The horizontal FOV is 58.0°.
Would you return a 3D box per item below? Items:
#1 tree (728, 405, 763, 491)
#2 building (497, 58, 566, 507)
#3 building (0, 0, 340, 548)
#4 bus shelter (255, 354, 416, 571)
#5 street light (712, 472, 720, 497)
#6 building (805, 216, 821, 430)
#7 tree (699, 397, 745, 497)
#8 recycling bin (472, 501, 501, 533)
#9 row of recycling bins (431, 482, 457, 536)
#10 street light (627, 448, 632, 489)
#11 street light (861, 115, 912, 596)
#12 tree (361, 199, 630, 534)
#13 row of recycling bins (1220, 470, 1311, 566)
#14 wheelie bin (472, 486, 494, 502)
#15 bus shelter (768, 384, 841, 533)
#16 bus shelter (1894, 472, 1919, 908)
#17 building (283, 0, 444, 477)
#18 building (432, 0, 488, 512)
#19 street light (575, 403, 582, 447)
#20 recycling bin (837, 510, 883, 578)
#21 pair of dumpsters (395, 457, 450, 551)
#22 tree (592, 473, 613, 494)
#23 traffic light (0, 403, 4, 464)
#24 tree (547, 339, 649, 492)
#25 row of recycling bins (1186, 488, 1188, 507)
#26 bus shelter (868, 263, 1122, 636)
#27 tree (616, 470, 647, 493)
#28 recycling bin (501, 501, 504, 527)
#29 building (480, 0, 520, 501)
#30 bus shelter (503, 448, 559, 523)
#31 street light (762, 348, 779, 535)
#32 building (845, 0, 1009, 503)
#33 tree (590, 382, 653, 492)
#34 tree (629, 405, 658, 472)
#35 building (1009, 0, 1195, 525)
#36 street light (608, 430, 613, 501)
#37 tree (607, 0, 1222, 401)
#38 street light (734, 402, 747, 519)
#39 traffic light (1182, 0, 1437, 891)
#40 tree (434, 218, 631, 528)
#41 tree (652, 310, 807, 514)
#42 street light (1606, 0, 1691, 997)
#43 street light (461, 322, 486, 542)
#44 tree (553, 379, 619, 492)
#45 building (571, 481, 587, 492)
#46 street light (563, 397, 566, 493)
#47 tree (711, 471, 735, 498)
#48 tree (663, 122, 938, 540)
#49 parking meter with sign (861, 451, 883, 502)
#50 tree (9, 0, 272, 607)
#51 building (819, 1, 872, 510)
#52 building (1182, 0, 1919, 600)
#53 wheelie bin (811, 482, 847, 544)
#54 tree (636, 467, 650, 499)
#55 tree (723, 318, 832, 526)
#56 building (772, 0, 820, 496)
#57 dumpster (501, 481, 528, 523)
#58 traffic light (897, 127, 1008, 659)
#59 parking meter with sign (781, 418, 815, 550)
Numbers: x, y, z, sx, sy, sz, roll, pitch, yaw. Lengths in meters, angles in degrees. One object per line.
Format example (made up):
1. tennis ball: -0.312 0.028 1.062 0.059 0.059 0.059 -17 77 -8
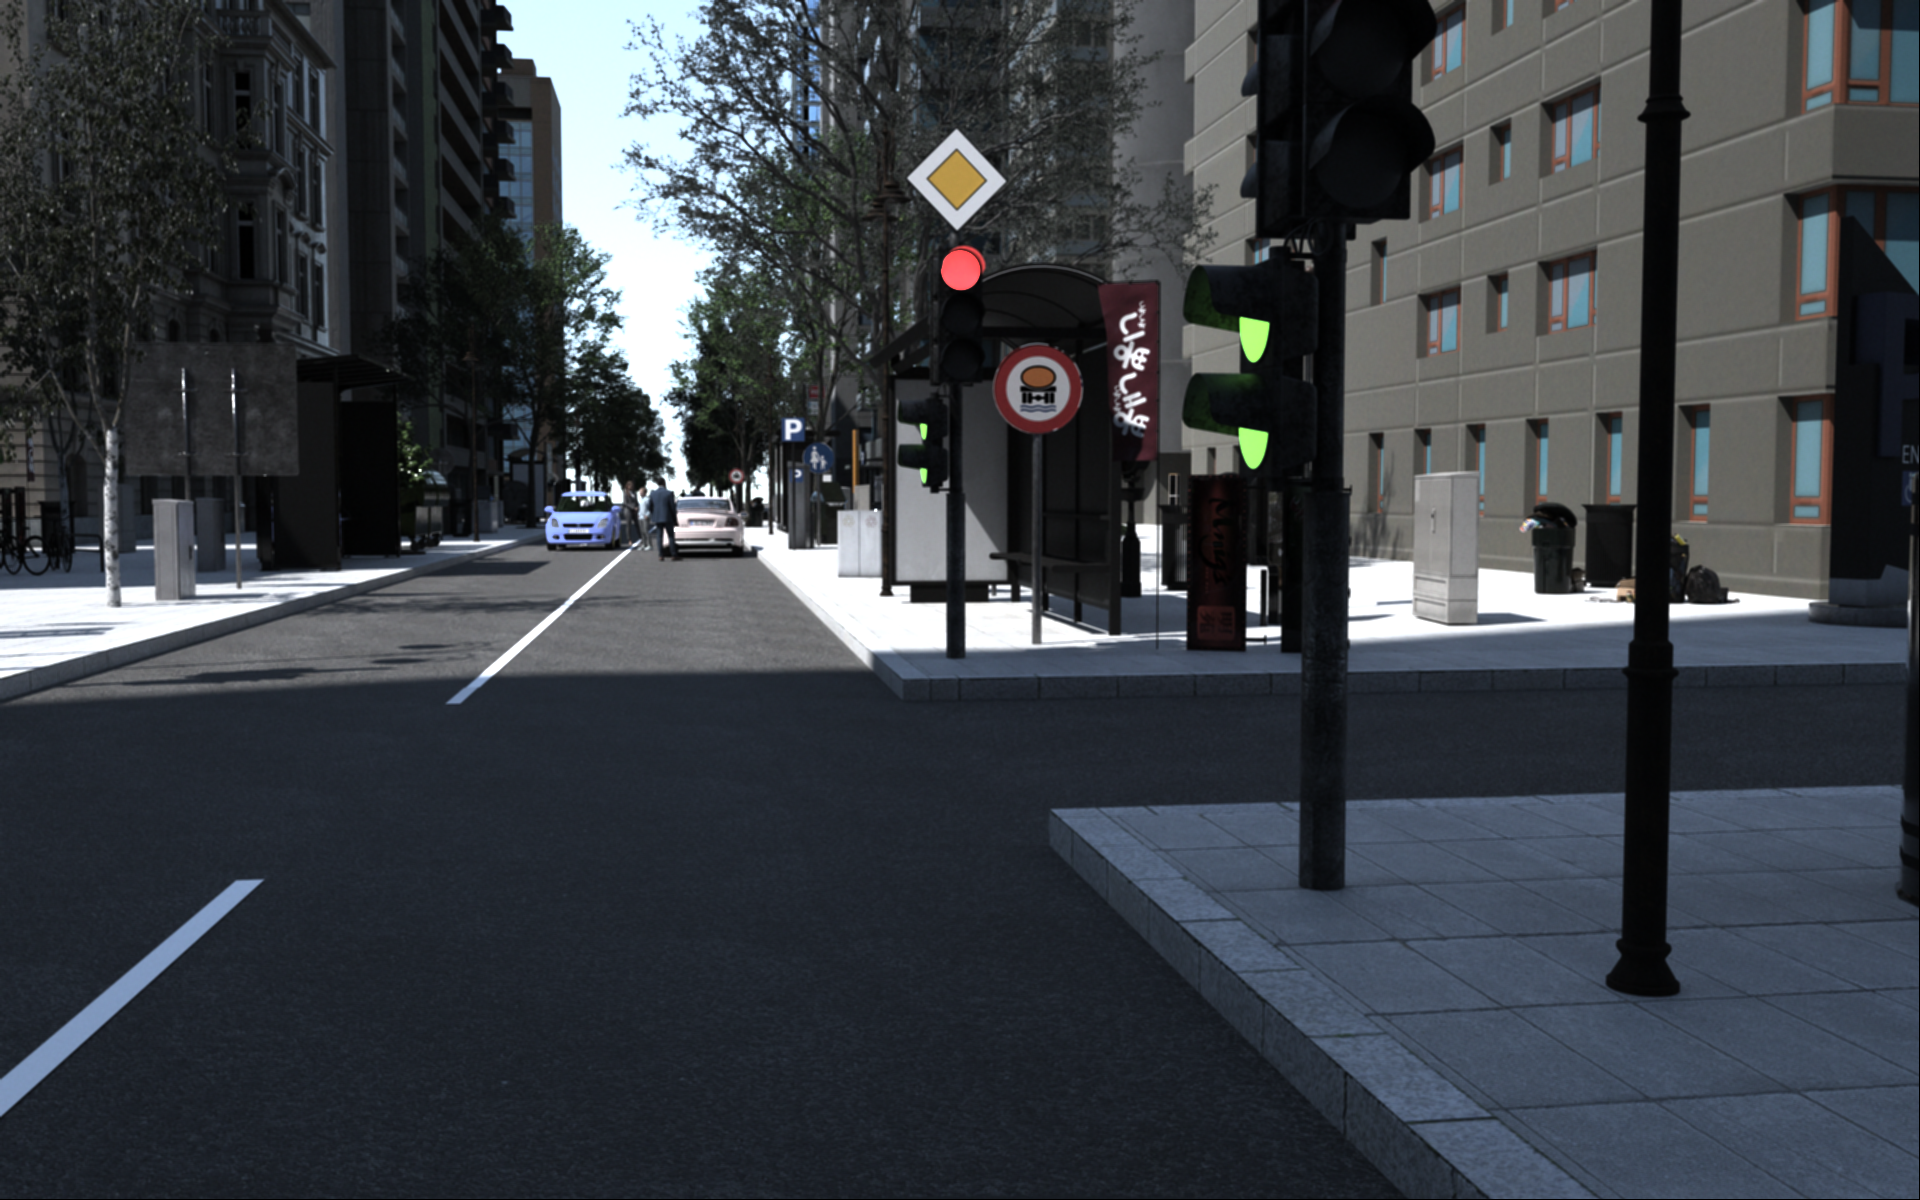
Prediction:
1. tree: -15.837 -10.679 124.962 4.737 8.622 4.395 0 3 0
2. building: -49.206 -32.531 181.993 14.600 45.320 14.200 -1 4 -9
3. building: -29.509 -14.529 56.634 14.460 24.649 34.723 -1 4 -9
4. bus shelter: -11.379 -2.487 31.941 1.731 3.624 6.357 -1 4 -9
5. street light: -25.235 -12.633 179.337 0.468 5.910 1.993 -1 4 -9
6. building: -5.635 -31.393 205.164 32.217 40.220 23.993 -1 4 -9
7. tree: -26.682 -16.830 193.304 7.486 12.596 7.792 0 3 0
8. recycling bin: -15.684 -2.723 57.082 0.722 1.027 0.722 0 4 0
9. row of recycling bins: -16.415 -2.873 54.089 1.069 1.692 3.534 0 4 -8
10. street light: -29.731 -11.135 154.851 0.468 5.910 1.993 -1 4 -9
11. street light: -0.925 -2.988 21.640 0.468 5.910 1.993 -1 4 -9
12. tree: -15.241 -7.339 54.399 7.601 10.594 8.767 0 4 1
13. row of recycling bins: 5.576 -1.498 31.597 1.069 1.692 3.534 -1 4 -22
14. wheelie bin: -17.859 -3.475 64.725 0.980 1.594 0.693 0 4 -3
15. bus shelter: -5.569 -5.089 60.838 2.179 5.291 8.768 -1 4 -9
16. bus shelter: 3.759 -1.448 1.302 2.179 5.291 8.768 -1 4 -9
17. building: -35.630 -24.901 90.720 14.154 41.232 14.086 -1 4 -9
18. building: -41.888 -29.593 107.555 21.300 48.544 21.600 -1 4 -9
19. street light: -19.429 -7.056 88.159 0.468 5.910 1.993 -1 4 -9
20. recycling bin: -1.478 -0.877 26.899 0.722 1.027 0.722 1 4 10
21. pair of dumpsters: -13.039 -2.331 40.610 1.574 2.255 4.437 -1 4 -9
22. tree: -27.339 -8.504 133.643 1.663 3.219 1.824 0 3 0
23. traffic light: -7.324 -1.431 12.313 0.839 4.253 0.868 -1 4 -9
24. tree: -26.634 -12.767 126.866 7.486 12.596 7.792 0 3 0
25. row of recycling bins: 7.881 -2.653 50.494 1.069 1.692 3.534 -2 4 -32
26. bus shelter: 0.328 -1.468 17.926 2.014 3.302 5.546 -1 4 -9
27. tree: -38.910 -13.719 208.025 4.285 4.588 4.351 0 3 0
28. recycling bin: -18.046 -3.332 67.035 0.722 1.027 0.722 -1 4 -14
29. building: -45.999 -29.229 132.522 22.147 44.769 28.867 -1 4 -9
30. bus shelter: -19.652 -5.240 79.603 2.014 3.302 5.546 -1 4 -9
31. street light: -5.993 -5.014 54.763 0.468 5.910 1.993 -1 4 -9
32. building: 4.934 -30.242 114.058 23.786 49.044 30.456 -1 4 -9
33. tree: -33.599 -15.929 177.445 9.611 12.733 9.660 0 3 0
34. tree: -31.393 -13.803 160.087 7.601 10.594 8.767 0 4 -3
35. building: 15.365 -23.697 79.333 32.217 40.220 23.993 -1 4 -9
36. street light: -24.492 -9.085 121.322 0.468 5.910 1.993 -1 4 -9
37. tree: -1.080 -7.313 29.938 12.009 13.543 11.850 0 3 0
38. street light: -11.013 -7.012 87.438 0.468 5.910 1.993 -1 4 -9
39. traffic light: 1.165 -1.017 5.553 0.839 4.253 0.868 -1 4 -9
40. tree: -15.980 -8.507 64.850 9.928 11.665 9.643 0 3 0
41. tree: -13.533 -11.521 105.374 9.611 12.733 9.660 0 3 0
42. street light: 1.776 -1.929 4.326 0.468 5.910 1.993 -1 4 -9
43. street light: -13.066 -4.517 46.636 0.468 5.910 1.993 -1 4 -9
44. tree: -23.387 -9.722 109.324 4.737 8.622 4.395 0 3 0
45. building: -65.225 -32.542 223.944 32.217 40.220 23.993 -1 4 -9
46. street light: -18.112 -6.517 79.339 0.468 5.910 1.993 -1 4 -9
47. tree: -28.575 -13.738 208.336 4.285 4.588 4.351 0 3 0
48. tree: -3.926 -7.520 48.712 9.928 11.665 9.643 0 3 0
49. parking meter with sign: -3.137 -4.580 71.150 1.738 3.016 0.543 -1 4 -15
50. tree: -9.758 -4.235 19.603 4.360 8.622 3.978 0 3 0
51. building: -1.002 -36.727 142.481 21.231 58.520 28.212 -1 4 -9
52. building: 22.535 -11.682 36.046 28.899 21.520 27.650 -1 4 -9
53. wheelie bin: -3.395 -2.237 44.484 0.980 1.594 0.693 -3 4 -37
54. tree: -40.531 -16.330 217.364 4.360 8.622 3.978 0 3 0
55. tree: -7.398 -7.254 68.966 4.360 8.622 3.978 0 3 0
56. building: -13.923 -56.183 231.261 22.319 86.520 31.000 -1 4 -9
57. dumpster: -19.193 -4.235 75.007 1.264 1.857 1.865 -1 4 -9
58. traffic light: -0.051 -1.500 13.445 0.839 4.253 0.868 -1 4 -9
59. parking meter with sign: -3.726 -2.700 40.403 0.543 3.016 1.738 0 4 5
